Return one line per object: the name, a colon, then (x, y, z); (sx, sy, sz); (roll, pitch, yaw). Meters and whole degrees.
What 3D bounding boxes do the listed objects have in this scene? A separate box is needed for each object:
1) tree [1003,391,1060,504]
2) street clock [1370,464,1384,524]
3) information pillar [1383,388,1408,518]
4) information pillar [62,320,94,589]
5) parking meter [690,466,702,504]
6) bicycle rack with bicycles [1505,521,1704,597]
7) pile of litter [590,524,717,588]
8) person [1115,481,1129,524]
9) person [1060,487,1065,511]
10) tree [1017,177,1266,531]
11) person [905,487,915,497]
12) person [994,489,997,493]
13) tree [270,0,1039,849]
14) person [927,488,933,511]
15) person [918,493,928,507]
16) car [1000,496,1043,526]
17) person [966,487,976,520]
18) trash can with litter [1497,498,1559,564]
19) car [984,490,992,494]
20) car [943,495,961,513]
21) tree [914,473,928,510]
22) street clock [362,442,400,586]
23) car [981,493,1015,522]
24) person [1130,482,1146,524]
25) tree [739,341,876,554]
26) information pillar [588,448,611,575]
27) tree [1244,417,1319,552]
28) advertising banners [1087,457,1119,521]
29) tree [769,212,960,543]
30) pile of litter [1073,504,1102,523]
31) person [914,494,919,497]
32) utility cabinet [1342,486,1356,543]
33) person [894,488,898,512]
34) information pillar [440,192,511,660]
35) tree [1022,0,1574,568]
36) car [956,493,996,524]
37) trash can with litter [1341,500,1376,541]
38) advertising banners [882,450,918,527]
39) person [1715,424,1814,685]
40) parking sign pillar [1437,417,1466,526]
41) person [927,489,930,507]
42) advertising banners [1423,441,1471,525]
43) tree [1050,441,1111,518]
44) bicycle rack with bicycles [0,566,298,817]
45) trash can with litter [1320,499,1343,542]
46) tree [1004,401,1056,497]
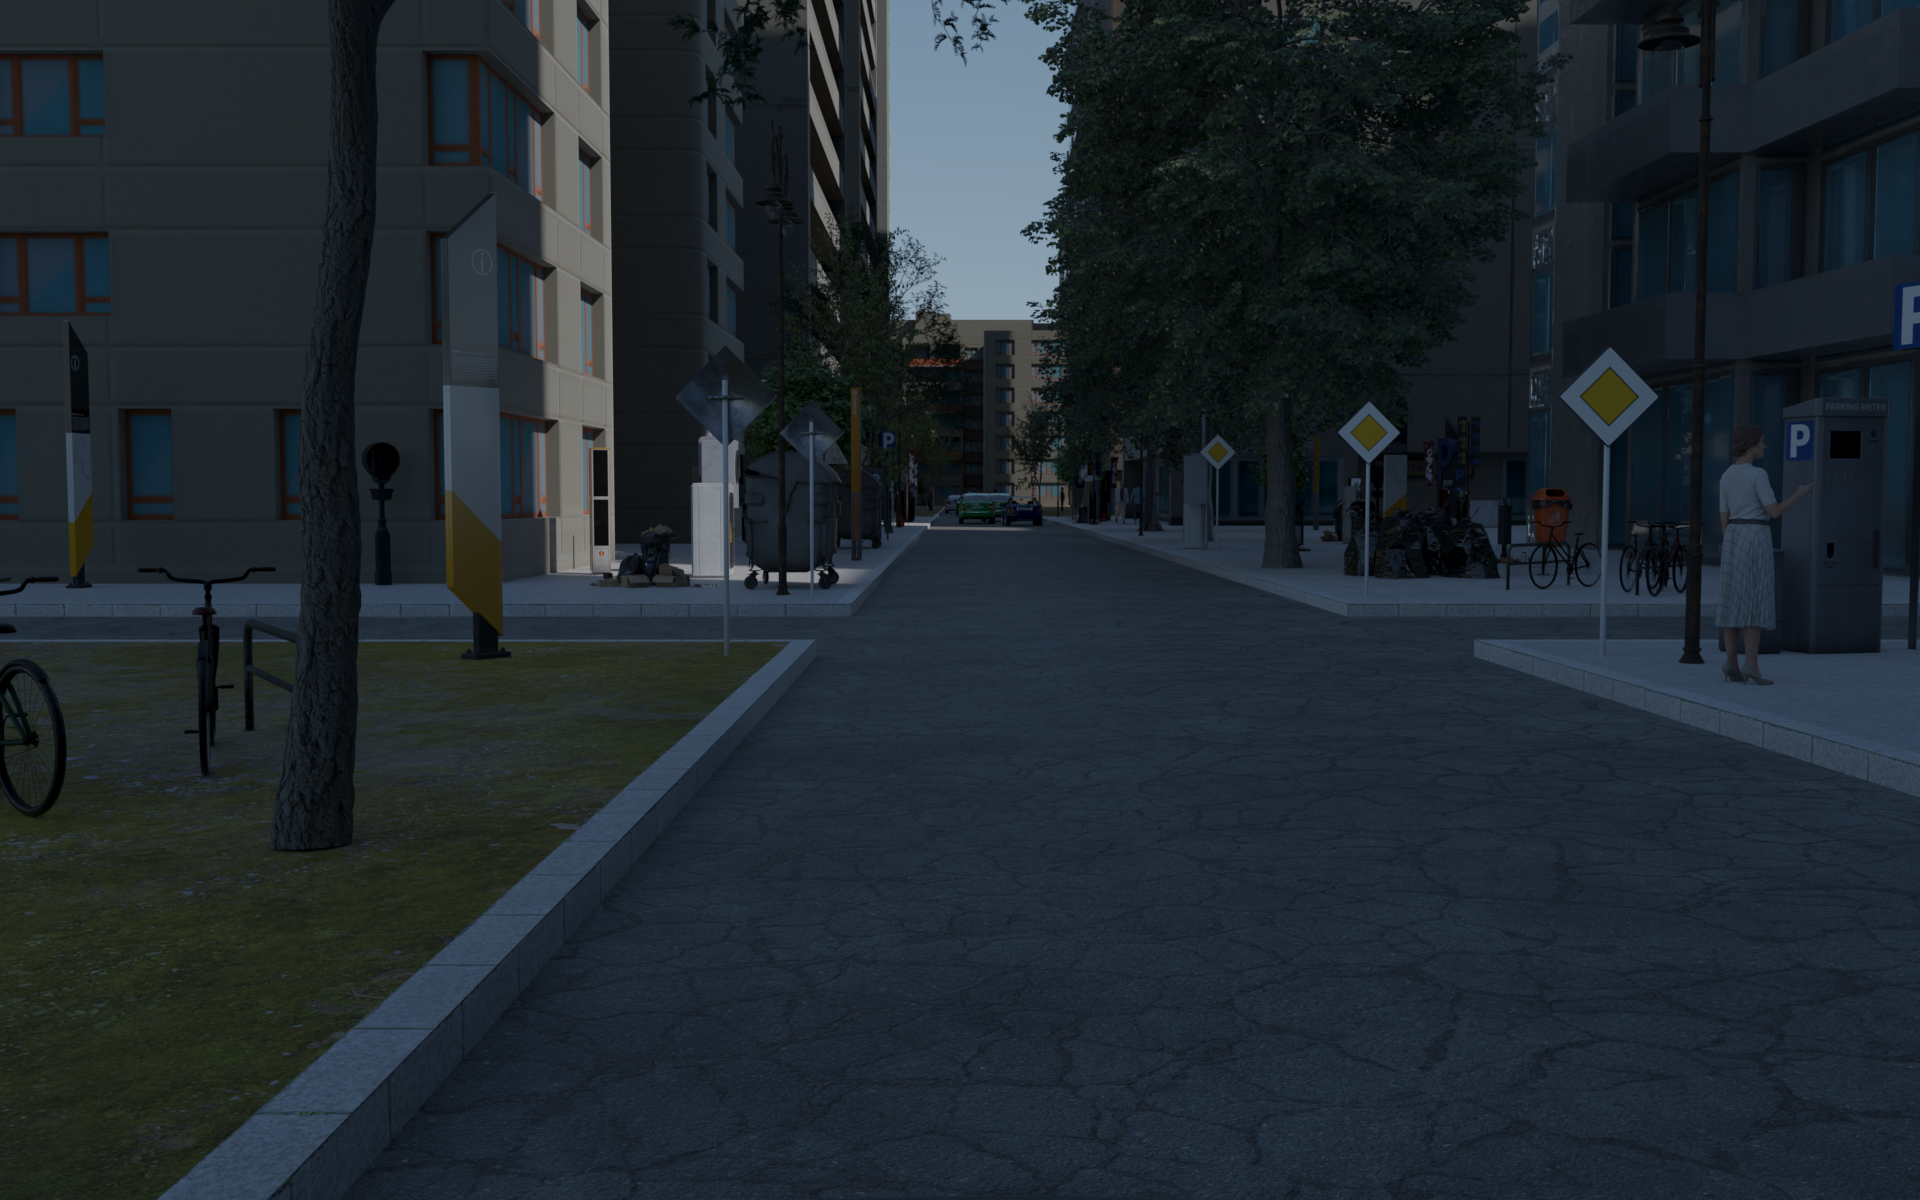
tree: (5.300, -10.390, 120.231); (4.360, 8.622, 3.978); (0, 3, 0)
street clock: (10.051, -2.270, 41.685); (0.358, 2.002, 0.471); (-1, 4, -12)
information pillar: (9.204, -2.771, 36.667); (0.504, 3.616, 0.183); (0, 4, -5)
information pillar: (-12.043, -1.976, 23.656); (0.183, 3.616, 0.504); (0, 4, 2)
parking meter: (-4.741, -1.595, 31.785); (0.399, 1.863, 0.255); (0, 4, -2)
bicycle rack with bicycles: (8.781, -0.598, 23.161); (2.925, 0.926, 2.852); (-3, 5, -44)
pile of litter: (-4.269, -0.619, 24.083); (1.719, 0.858, 1.176); (2, 4, 23)
person: (6.930, -4.188, 74.394); (0.514, 1.842, 0.818); (-1, 4, -17)
person: (7.628, -7.485, 128.512); (0.705, 1.812, 1.348); (0, 4, 3)
tree: (6.726, -8.725, 59.656); (9.611, 12.733, 9.660); (0, 3, 0)
person: (-3.000, -5.847, 101.516); (0.709, 1.838, 0.599); (3, 5, 45)
person: (2.536, -7.181, 125.935); (0.705, 1.821, 1.348); (0, 4, 5)
tree: (-2.023, -4.381, 6.049); (7.601, 10.594, 8.767); (-1, 4, -11)
person: (-2.323, -7.813, 134.344); (0.434, 1.755, 0.990); (-1, 4, -21)
person: (-3.489, -9.725, 165.596); (0.990, 1.755, 0.434); (0, 4, 3)
car: (2.845, -4.114, 79.844); (1.945, 1.354, 3.894); (0, 4, -2)
person: (0.621, -5.219, 94.102); (0.793, 1.790, 0.793); (-1, 4, -16)
trash can with litter: (10.367, -1.324, 32.698); (1.678, 1.210, 2.233); (1, 4, 14)
car: (1.811, -6.007, 107.249); (2.155, 1.783, 4.494); (0, 4, 0)
car: (-0.199, -7.183, 129.802); (2.083, 1.381, 4.827); (0, 4, -1)
tree: (-3.171, -9.107, 143.503); (1.663, 3.219, 1.824); (0, 3, 0)
street clock: (-8.120, -1.209, 24.336); (0.471, 2.002, 0.358); (-2, 4, -35)
car: (1.993, -5.041, 91.210); (1.959, 1.807, 4.718); (0, 4, -1)
person: (7.677, -4.195, 74.654); (0.660, 1.820, 0.620); (0, 4, 4)
tree: (-3.470, -3.283, 37.390); (4.285, 4.588, 4.351); (0, 3, 0)
information pillar: (-5.737, -1.413, 27.594); (0.304, 2.012, 0.304); (-1, 4, -18)
tree: (7.511, -2.723, 39.123); (1.663, 3.219, 1.824); (0, 3, 0)
advertising banners: (6.705, -5.185, 80.969); (2.074, 3.025, 0.090); (-3, 5, -41)
tree: (-2.678, -5.789, 45.016); (4.737, 8.622, 4.395); (0, 3, 0)
pile of litter: (5.592, -3.807, 76.215); (1.176, 0.858, 1.719); (-1, 4, -12)
person: (-4.644, -10.197, 172.760); (1.348, 1.824, 0.705); (0, 4, 8)
utility cabinet: (10.066, -2.212, 44.850); (0.318, 1.500, 1.173); (1, 4, 10)
person: (-4.620, -7.217, 124.981); (0.756, 1.711, 0.436); (-2, 4, -27)
information pillar: (-3.757, -1.347, 13.381); (0.183, 3.616, 0.504); (2, 4, 35)
tree: (5.583, -7.525, 29.689); (9.857, 13.997, 8.962); (0, 3, 0)
car: (0.805, -4.634, 84.556); (1.959, 1.807, 4.718); (0, 4, 0)
trash can with litter: (8.232, -1.481, 35.604); (0.624, 1.170, 1.055); (1, 4, 14)
advertising banners: (-2.381, -4.406, 68.226); (0.090, 3.025, 2.074); (3, 5, 39)
person: (5.406, -0.312, 11.711); (0.524, 1.755, 0.480); (-1, 4, -18)
parking sign pillar: (17.002, -4.370, 59.928); (1.447, 3.967, 1.447); (-1, 4, -11)
person: (-2.912, -9.782, 166.703); (0.721, 1.743, 1.217); (1, 4, 19)
advertising banners: (15.992, -3.719, 56.990); (0.090, 3.025, 2.074); (-2, 4, -31)
tree: (6.464, -6.644, 92.340); (4.285, 4.588, 4.351); (0, 3, 0)
bicycle rack with bicycles: (-4.165, 0.333, 7.945); (2.852, 0.926, 2.925); (-2, 4, -31)
trash can with litter: (10.244, -2.164, 46.766); (1.055, 1.170, 0.624); (-3, 5, -40)
tree: (5.600, -11.253, 134.357); (4.737, 8.622, 4.395); (0, 3, 0)
